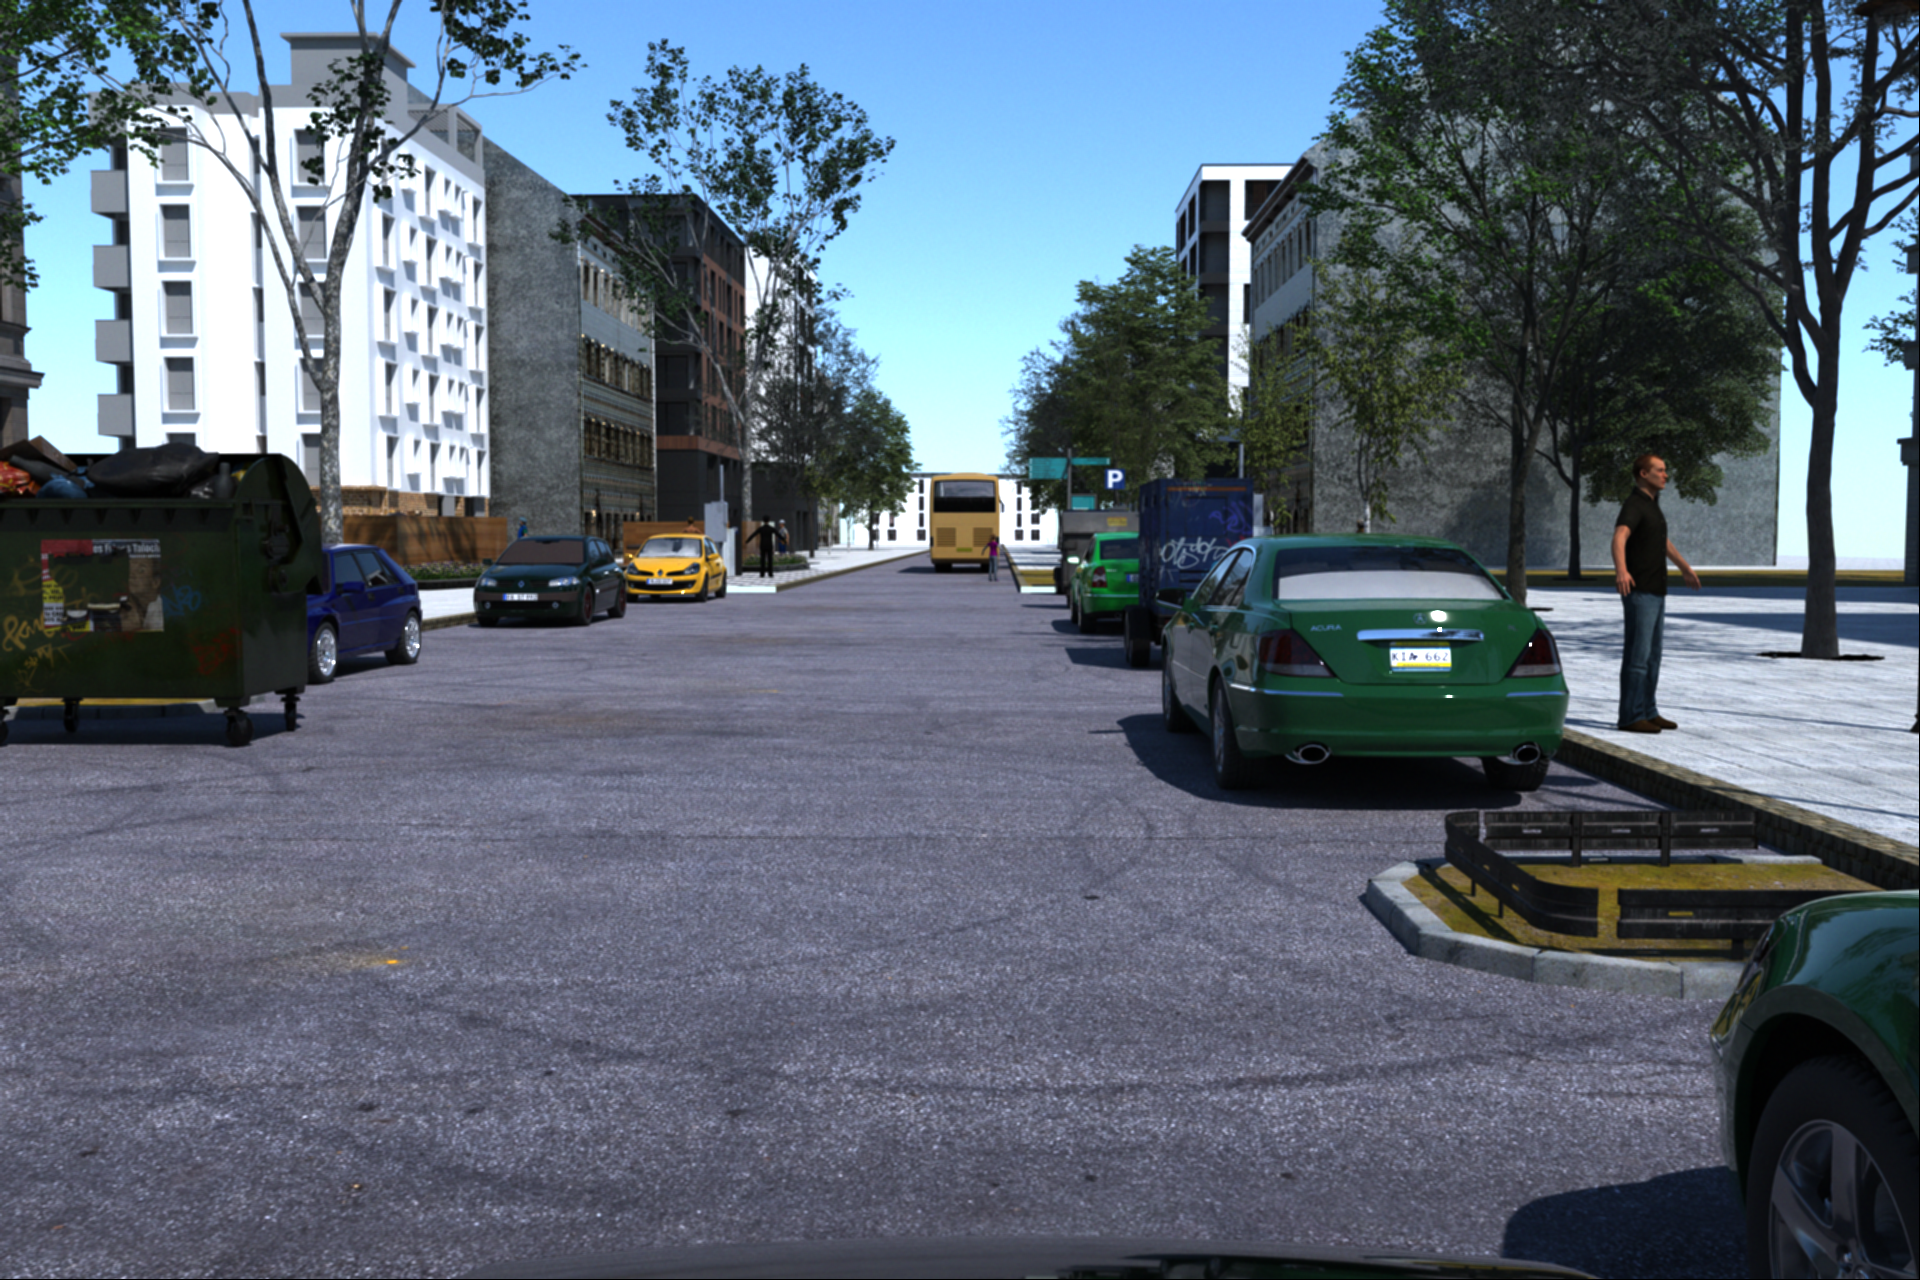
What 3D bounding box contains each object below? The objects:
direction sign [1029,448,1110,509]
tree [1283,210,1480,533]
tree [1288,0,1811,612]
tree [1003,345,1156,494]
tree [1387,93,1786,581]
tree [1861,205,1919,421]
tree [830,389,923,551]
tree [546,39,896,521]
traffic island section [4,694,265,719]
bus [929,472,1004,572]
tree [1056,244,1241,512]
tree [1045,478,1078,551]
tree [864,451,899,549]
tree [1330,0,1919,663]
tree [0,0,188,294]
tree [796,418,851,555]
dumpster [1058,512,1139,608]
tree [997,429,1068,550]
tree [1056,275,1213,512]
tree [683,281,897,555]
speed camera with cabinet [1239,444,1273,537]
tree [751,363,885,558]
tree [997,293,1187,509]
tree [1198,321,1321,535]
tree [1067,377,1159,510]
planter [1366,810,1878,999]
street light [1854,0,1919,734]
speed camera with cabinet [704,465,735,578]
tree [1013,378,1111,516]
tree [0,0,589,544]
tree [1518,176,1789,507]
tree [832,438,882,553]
[{"bbox_3d":[3.396,-3.960,53.514,2.525,3.948,1.411,0,4,2],"label":"direction sign"},{"bbox_3d":[9.577,-5.456,39.564,4.737,8.622,4.395,0,3,0],"label":"tree"},{"bbox_3d":[9.531,-6.304,28.825,9.928,11.665,9.643,0,3,0],"label":"tree"},{"bbox_3d":[7.857,-12.159,109.171,12.009,13.543,11.850,0,3,0],"label":"tree"},{"bbox_3d":[17.003,-8.410,47.866,12.009,13.543,11.850,0,3,0],"label":"tree"},{"bbox_3d":[28.300,-7.375,46.331,9.928,11.665,9.643,0,3,0],"label":"tree"},{"bbox_3d":[-6.566,-13.272,135.131,7.486,12.596,7.792,0,3,0],"label":"tree"},{"bbox_3d":[-9.214,-12.934,67.363,12.611,20.169,13.585,0,3,0],"label":"tree"},{"bbox_3d":[-6.962,0.518,14.391,1.991,0.108,1.994,0,4,2],"label":"traffic island section"},{"bbox_3d":[0.303,-4.678,68.030,2.896,3.916,12.252,0,4,1],"label":"bus"},{"bbox_3d":[7.384,-9.162,67.920,7.486,12.596,7.792,0,3,0],"label":"tree"},{"bbox_3d":[7.636,-10.981,129.900,4.737,8.622,4.395,0,3,0],"label":"tree"},{"bbox_3d":[-6.876,-11.993,146.449,4.737,8.622,4.395,0,3,0],"label":"tree"},{"bbox_3d":[8.797,-6.557,17.583,12.009,13.543,11.850,0,3,0],"label":"tree"},{"bbox_3d":[-12.821,-5.750,19.761,9.928,11.665,9.643,0,3,0],"label":"tree"},{"bbox_3d":[-8.401,-9.661,108.324,4.737,8.622,4.395,0,3,0],"label":"tree"},{"bbox_3d":[2.832,-1.540,33.389,1.865,1.857,1.264,0,4,1],"label":"dumpster"},{"bbox_3d":[8.262,-14.113,141.123,12.009,13.543,11.850,0,3,0],"label":"tree"},{"bbox_3d":[4.402,-6.091,49.958,4.360,8.622,3.978,0,3,0],"label":"tree"},{"bbox_3d":[-8.150,-10.626,84.098,12.009,13.543,11.850,0,3,0],"label":"tree"},{"bbox_3d":[6.336,-2.634,37.401,0.660,3.252,2.038,0,4,2],"label":"speed camera with cabinet"},{"bbox_3d":[-7.929,-9.753,93.876,8.767,10.594,7.601,1,4,12],"label":"tree"},{"bbox_3d":[6.963,-10.819,87.265,12.009,13.543,11.850,0,3,0],"label":"tree"},{"bbox_3d":[10.475,-6.646,59.023,4.737,8.622,4.395,0,3,0],"label":"tree"},{"bbox_3d":[6.615,-7.817,78.173,4.737,8.622,4.395,0,3,0],"label":"tree"},{"bbox_3d":[2.559,0.907,6.313,1.991,0.319,1.994,0,4,2],"label":"planter"},{"bbox_3d":[6.240,-2.338,11.007,0.468,5.910,1.993,0,4,1],"label":"street light"},{"bbox_3d":[-6.982,-3.422,50.279,0.660,3.252,2.038,0,4,2],"label":"speed camera with cabinet"},{"bbox_3d":[7.392,-12.424,121.260,7.486,12.596,7.792,0,3,0],"label":"tree"},{"bbox_3d":[-12.811,-10.869,33.606,12.611,20.169,13.585,0,3,0],"label":"tree"},{"bbox_3d":[24.316,-9.426,60.764,9.857,13.997,8.962,0,3,0],"label":"tree"},{"bbox_3d":[-7.795,-10.394,120.310,4.360,8.622,3.978,0,3,0],"label":"tree"}]
